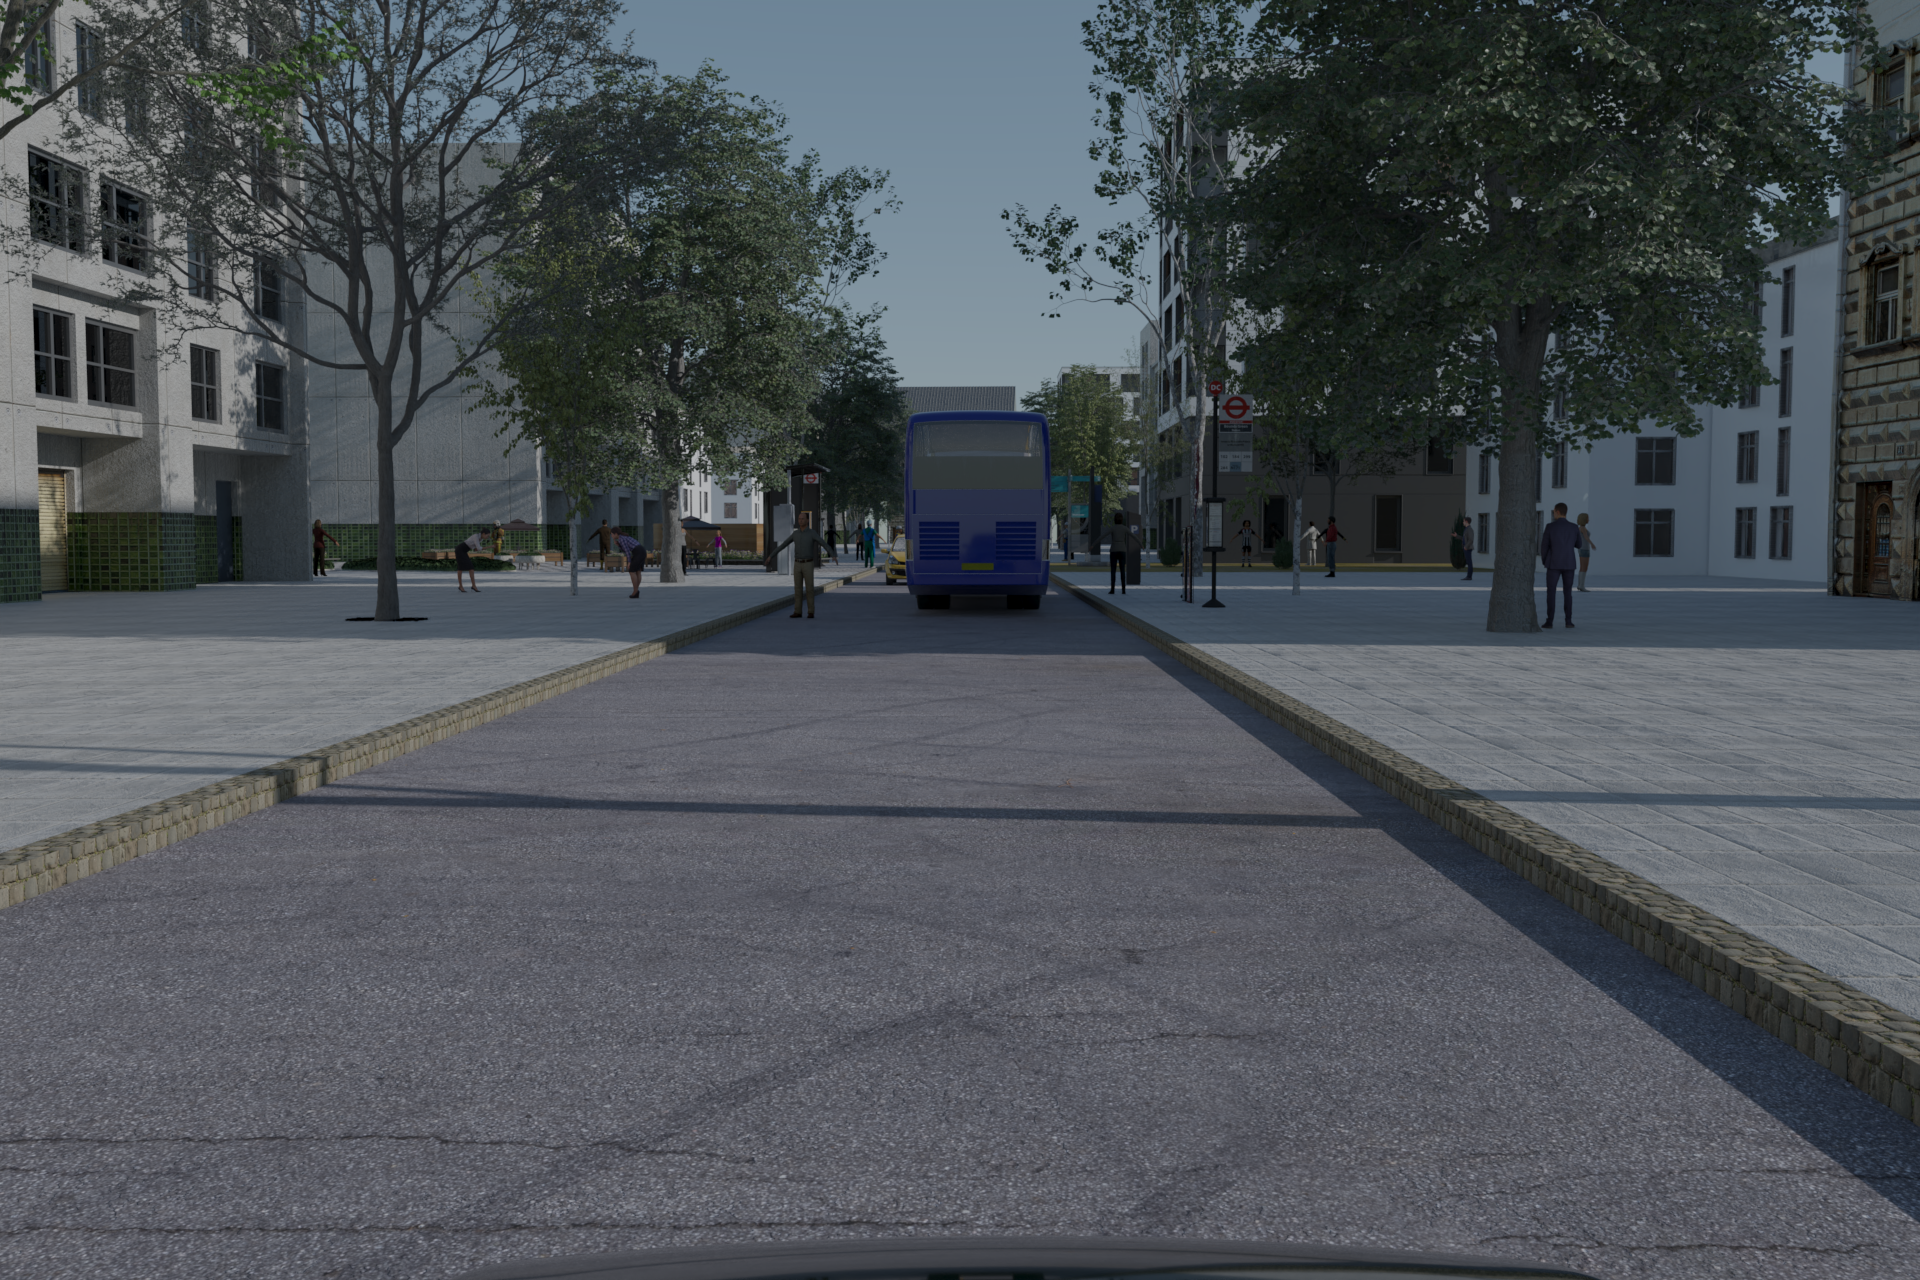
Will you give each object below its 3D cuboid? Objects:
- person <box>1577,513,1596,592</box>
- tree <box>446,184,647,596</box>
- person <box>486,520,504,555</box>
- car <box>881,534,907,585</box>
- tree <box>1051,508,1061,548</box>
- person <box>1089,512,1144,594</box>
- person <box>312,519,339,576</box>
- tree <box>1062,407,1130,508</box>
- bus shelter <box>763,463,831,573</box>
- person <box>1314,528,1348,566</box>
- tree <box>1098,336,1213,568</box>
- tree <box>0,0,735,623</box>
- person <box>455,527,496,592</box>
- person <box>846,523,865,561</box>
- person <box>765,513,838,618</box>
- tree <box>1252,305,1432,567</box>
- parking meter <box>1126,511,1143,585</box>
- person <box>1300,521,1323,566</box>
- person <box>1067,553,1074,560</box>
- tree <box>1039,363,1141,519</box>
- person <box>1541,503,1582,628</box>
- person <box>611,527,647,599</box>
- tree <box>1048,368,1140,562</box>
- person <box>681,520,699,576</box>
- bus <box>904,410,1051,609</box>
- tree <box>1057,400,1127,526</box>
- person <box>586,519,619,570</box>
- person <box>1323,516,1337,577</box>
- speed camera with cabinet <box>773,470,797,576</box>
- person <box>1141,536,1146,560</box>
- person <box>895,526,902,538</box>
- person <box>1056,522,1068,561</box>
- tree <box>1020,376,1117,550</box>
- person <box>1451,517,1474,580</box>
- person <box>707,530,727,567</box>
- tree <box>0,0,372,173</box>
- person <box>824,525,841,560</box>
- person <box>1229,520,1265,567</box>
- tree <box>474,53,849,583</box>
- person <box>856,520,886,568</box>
[{"bbox_3d":[13.936,-1.949,38.471,0.721,1.753,1.214,1,4,8],"label":"person"},{"bbox_3d":[-8.239,-5.224,35.772,4.737,8.622,4.395,0,3,0],"label":"tree"},{"bbox_3d":[-19.022,-3.995,71.090,0.705,1.858,1.354,-3,5,-43],"label":"person"},{"bbox_3d":[-1.239,-2.417,49.750,2.015,1.641,3.980,0,3,0],"label":"car"},{"bbox_3d":[8.726,-12.860,160.624,4.737,8.622,4.395,0,3,0],"label":"tree"},{"bbox_3d":[3.364,-1.853,37.063,1.215,1.744,0.721,-1,4,-9],"label":"person"},{"bbox_3d":[-19.437,-2.803,52.635,1.215,1.729,0.721,1,4,13],"label":"person"},{"bbox_3d":[7.888,-9.165,100.209,4.360,8.622,3.978,0,3,0],"label":"tree"},{"bbox_3d":[-5.641,-4.228,60.416,1.731,3.624,6.357,0,4,1],"label":"bus shelter"},{"bbox_3d":[14.767,-3.858,69.014,1.347,1.837,0.705,0,4,6],"label":"person"},{"bbox_3d":[6.866,-7.010,64.980,4.360,8.622,3.978,0,3,0],"label":"tree"},{"bbox_3d":[-8.427,-7.032,25.348,12.009,13.543,11.850,0,3,0],"label":"tree"},{"bbox_3d":[-10.685,-1.766,38.112,0.799,1.438,0.628,-2,4,-34],"label":"person"},{"bbox_3d":[-4.850,-4.759,83.942,1.348,1.813,0.705,-1,4,-13],"label":"person"},{"bbox_3d":[-2.674,-1.273,29.547,1.348,1.796,0.705,1,4,18],"label":"person"},{"bbox_3d":[14.704,-8.120,67.174,7.601,10.594,8.767,0,4,-5],"label":"tree"},{"bbox_3d":[4.407,-2.329,43.798,0.399,1.863,0.255,0,4,0],"label":"parking meter"},{"bbox_3d":[14.326,-3.945,70.689,1.347,1.806,0.705,-2,4,-27],"label":"person"},{"bbox_3d":[5.556,-4.936,86.897,0.705,1.806,1.347,-2,4,-24],"label":"person"},{"bbox_3d":[8.450,-12.071,115.490,7.486,12.596,7.792,0,3,0],"label":"tree"},{"bbox_3d":[8.205,-1.020,23.646,0.541,1.710,0.530,1,4,15],"label":"person"},{"bbox_3d":[-6.591,-1.542,34.482,0.697,1.427,0.421,0,4,-7],"label":"person"},{"bbox_3d":[5.812,-7.698,76.222,4.737,8.622,4.395,0,3,0],"label":"tree"},{"bbox_3d":[-8.535,-2.839,53.222,1.217,1.737,0.721,-3,5,-44],"label":"person"},{"bbox_3d":[0.403,-2.707,35.806,2.896,3.916,12.251,0,4,1],"label":"bus"},{"bbox_3d":[7.409,-8.817,94.514,4.737,8.622,4.395,0,3,0],"label":"tree"},{"bbox_3d":[-12.738,-3.425,62.134,1.346,1.812,0.704,-1,4,-9],"label":"person"},{"bbox_3d":[10.989,-2.768,51.373,0.704,1.816,1.345,1,4,21],"label":"person"},{"bbox_3d":[-5.459,-3.667,54.285,0.660,3.252,2.038,0,4,1],"label":"speed camera with cabinet"},{"bbox_3d":[8.705,-4.832,84.778,0.705,1.856,1.354,-2,4,-28],"label":"person"},{"bbox_3d":[-2.363,-3.737,70.013,0.721,1.772,1.216,1,4,19],"label":"person"},{"bbox_3d":[5.034,-4.644,81.784,0.705,1.847,1.347,3,5,45],"label":"person"},{"bbox_3d":[8.230,-14.165,138.259,9.857,13.997,8.962,0,3,0],"label":"tree"},{"bbox_3d":[13.953,-2.543,48.154,0.750,1.759,0.617,2,4,29],"label":"person"},{"bbox_3d":[-9.372,-3.522,66.854,0.991,1.433,0.599,2,4,33],"label":"person"},{"bbox_3d":[-8.455,-5.380,13.713,9.928,11.665,9.643,0,3,0],"label":"tree"},{"bbox_3d":[-6.304,-4.734,84.114,1.216,1.740,0.721,-2,4,-28],"label":"person"},{"bbox_3d":[11.095,-3.723,67.013,1.345,1.843,0.704,0,4,2],"label":"person"},{"bbox_3d":[-7.711,-8.482,45.335,9.857,13.997,8.962,0,3,0],"label":"tree"},{"bbox_3d":[-3.399,-3.624,65.386,1.347,1.817,0.704,2,4,29],"label":"person"}]
